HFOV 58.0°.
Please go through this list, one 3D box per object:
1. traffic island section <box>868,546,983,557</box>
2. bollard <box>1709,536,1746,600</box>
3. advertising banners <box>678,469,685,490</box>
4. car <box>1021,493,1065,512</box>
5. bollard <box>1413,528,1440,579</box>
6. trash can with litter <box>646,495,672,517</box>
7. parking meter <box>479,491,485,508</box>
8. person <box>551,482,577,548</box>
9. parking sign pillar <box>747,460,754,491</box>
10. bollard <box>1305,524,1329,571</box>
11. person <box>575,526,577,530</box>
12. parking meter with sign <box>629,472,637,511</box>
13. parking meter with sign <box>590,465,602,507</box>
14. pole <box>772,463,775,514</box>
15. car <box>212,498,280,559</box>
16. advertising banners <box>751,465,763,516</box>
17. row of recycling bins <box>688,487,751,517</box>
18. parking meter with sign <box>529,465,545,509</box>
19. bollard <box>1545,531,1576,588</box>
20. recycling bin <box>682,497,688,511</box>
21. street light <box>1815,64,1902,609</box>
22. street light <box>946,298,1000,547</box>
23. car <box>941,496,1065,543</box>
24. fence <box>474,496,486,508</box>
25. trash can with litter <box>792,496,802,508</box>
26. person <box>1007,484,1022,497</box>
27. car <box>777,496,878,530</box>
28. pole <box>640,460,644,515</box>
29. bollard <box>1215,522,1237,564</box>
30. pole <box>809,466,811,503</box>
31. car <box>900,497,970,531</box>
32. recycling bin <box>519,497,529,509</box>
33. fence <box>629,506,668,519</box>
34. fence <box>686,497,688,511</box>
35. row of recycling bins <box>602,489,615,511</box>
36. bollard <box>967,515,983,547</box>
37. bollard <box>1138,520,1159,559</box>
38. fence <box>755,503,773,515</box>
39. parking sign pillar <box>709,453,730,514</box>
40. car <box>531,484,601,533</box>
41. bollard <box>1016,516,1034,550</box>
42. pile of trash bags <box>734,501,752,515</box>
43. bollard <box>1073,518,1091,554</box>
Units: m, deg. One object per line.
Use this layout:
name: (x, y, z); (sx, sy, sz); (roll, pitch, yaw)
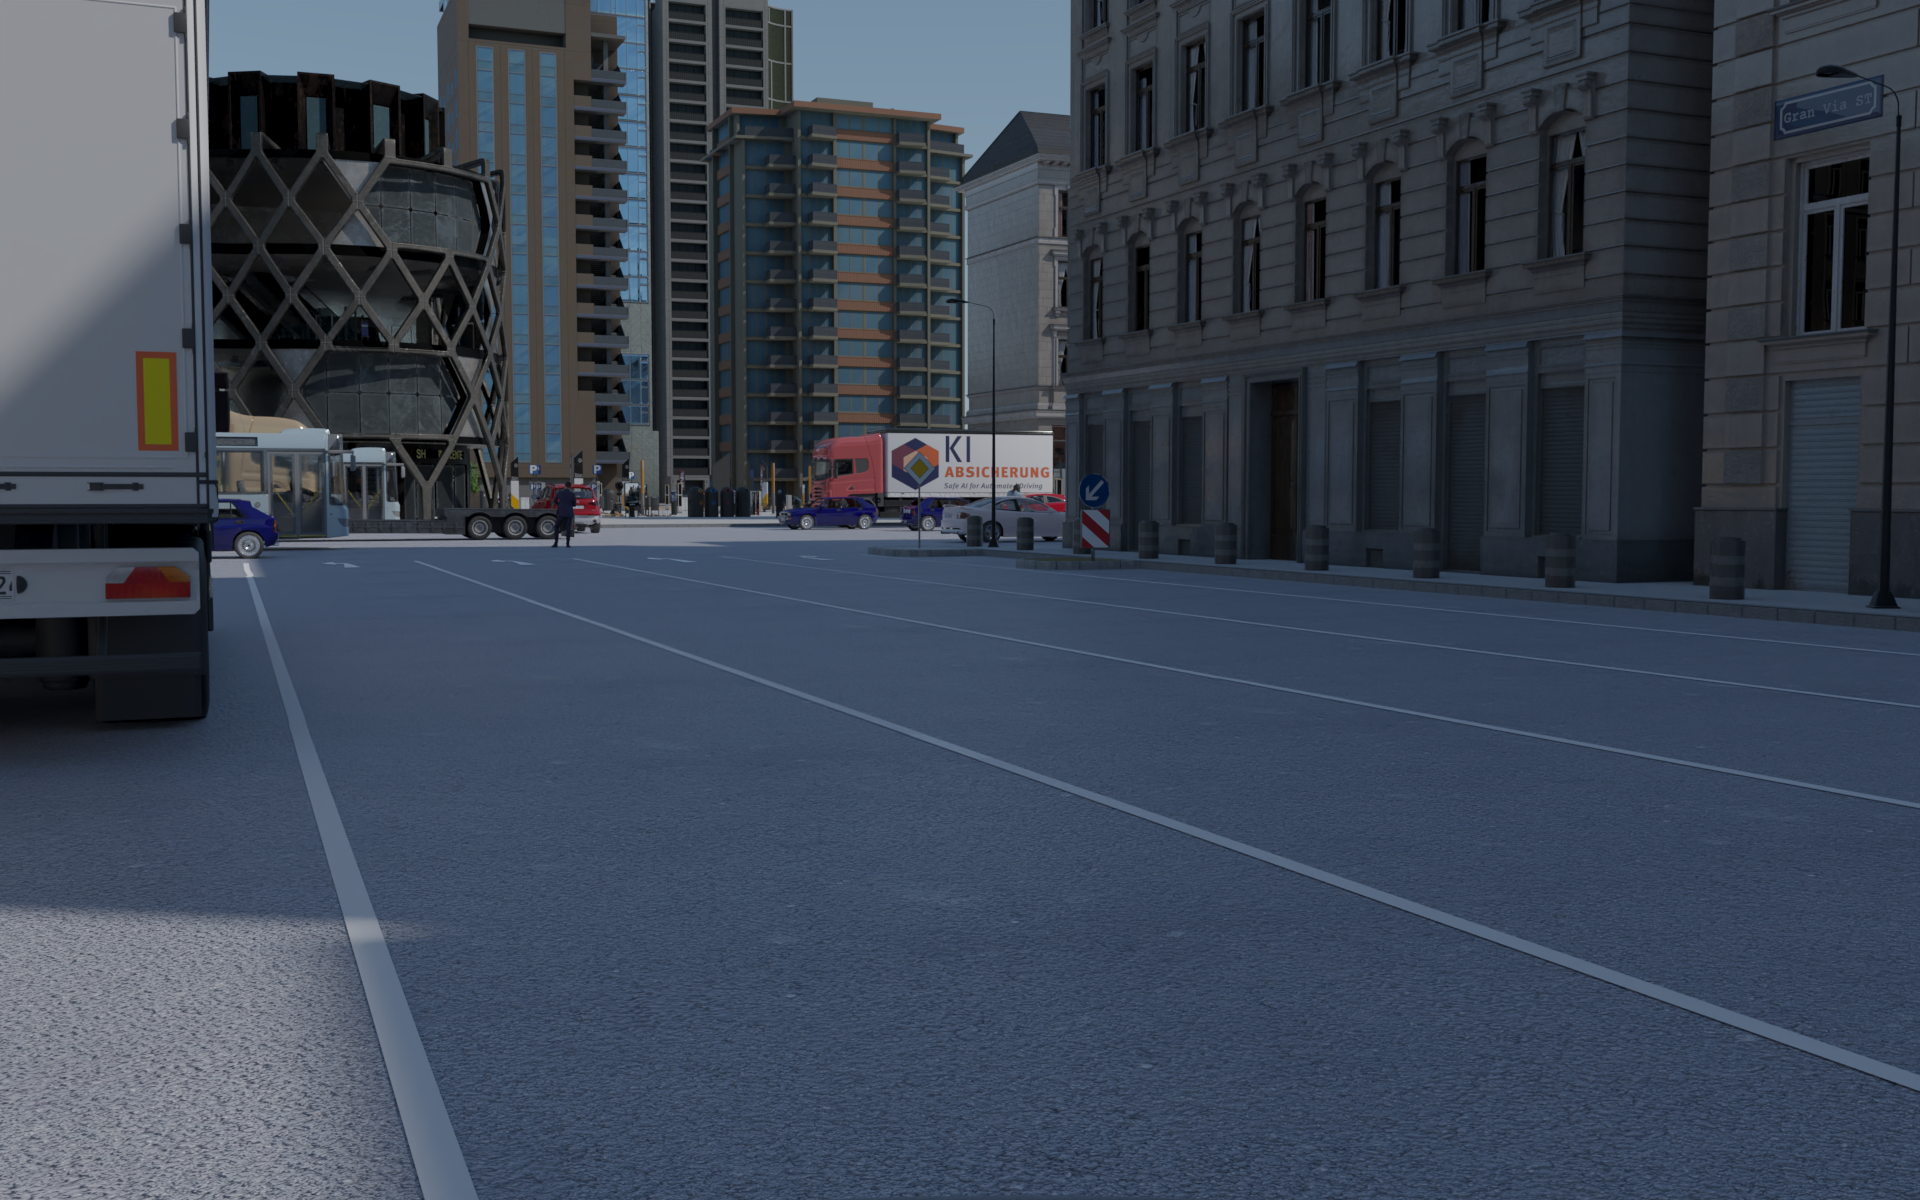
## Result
traffic island section: (-0.946, -1.146, 41.023); (2.009, 0.180, 2.903); (-1, 4, -23)
bollard: (9.380, -0.394, 21.162); (0.404, 0.777, 0.398); (0, 3, 0)
advertising banners: (-19.005, -7.735, 122.652); (2.074, 3.025, 0.090); (1, 4, 19)
car: (2.813, -3.979, 74.101); (4.494, 1.783, 2.155); (-2, 4, -23)
bollard: (7.128, -0.718, 26.457); (0.404, 0.777, 0.398); (0, 3, 0)
trash can with litter: (-16.990, -5.356, 98.625); (1.678, 1.210, 2.233); (3, 5, 44)
parking meter: (-34.900, -7.224, 126.524); (0.372, 1.533, 0.369); (0, 3, 0)
person: (-10.642, -2.296, 46.483); (0.683, 1.767, 0.568); (-1, 4, -18)
parking sign pillar: (-16.794, -9.185, 138.642); (1.447, 3.967, 1.447); (-1, 4, -9)
bollard: (6.000, -0.880, 29.106); (0.404, 0.777, 0.398); (0, 3, 0)
person: (-15.523, -3.572, 69.594); (0.574, 1.496, 0.600); (2, 4, 33)
parking meter with sign: (-25.142, -8.448, 134.378); (0.543, 3.016, 1.738); (-2, 4, -35)
parking meter with sign: (-21.574, -6.484, 102.276); (0.543, 3.016, 1.738); (0, 3, 0)
pole: (-12.236, -7.313, 113.414); (0.158, 3.312, 0.155); (0, 3, 0)
car: (-17.218, -1.583, 38.470); (3.894, 1.354, 1.945); (-1, 4, -23)
advertising banners: (-12.138, -6.585, 103.860); (0.090, 3.025, 2.074); (-2, 4, -25)
row of recycling bins: (-13.414, -5.458, 96.358); (3.534, 1.692, 1.069); (-2, 4, -24)
parking meter with sign: (-25.648, -6.708, 105.938); (0.543, 3.016, 1.738); (0, 4, 4)
bollard: (8.257, -0.556, 23.811); (0.404, 0.777, 0.398); (0, 3, 0)
recycling bin: (-21.446, -7.376, 133.158); (0.722, 1.027, 0.722); (2, 4, 33)
street light: (9.890, -2.848, 19.112); (1.470, 5.913, 1.316); (-1, 4, -23)
street light: (0.311, -4.214, 41.434); (1.470, 5.913, 1.316); (-1, 4, -23)
car: (1.780, -2.448, 52.392); (4.827, 1.381, 2.083); (-2, 4, -25)
fence: (-35.591, -7.172, 128.461); (0.480, 1.192, 2.264); (-3, 5, -39)
trash can with litter: (-9.620, -5.703, 104.628); (1.055, 1.170, 0.624); (1, 4, 19)
person: (1.821, -3.121, 59.801); (0.793, 1.790, 0.793); (-1, 4, -17)
car: (-5.366, -3.530, 70.290); (3.894, 1.354, 1.945); (-2, 4, -24)
pole: (-19.191, -6.776, 104.624); (0.158, 3.312, 0.155); (0, 3, 0)
bollard: (4.874, -1.042, 31.760); (0.404, 0.777, 0.398); (0, 3, 0)
pole: (-10.912, -8.077, 125.897); (0.158, 3.312, 0.155); (0, 3, 0)
car: (-0.309, -3.377, 67.795); (3.894, 1.354, 1.945); (-1, 4, -21)
recycling bin: (-33.165, -7.266, 131.355); (0.722, 1.027, 0.722); (-3, 5, -43)
fence: (-16.009, -4.502, 88.986); (2.069, 0.683, 0.278); (0, 4, 5)
fence: (-19.642, -6.982, 125.364); (2.264, 1.192, 0.480); (-1, 4, -17)
row of recycling bins: (-27.288, -7.778, 134.287); (1.069, 1.692, 3.534); (-1, 4, -18)
bollard: (0.360, -1.690, 42.346); (0.404, 0.777, 0.398); (0, 3, 0)
bollard: (3.749, -1.204, 34.408); (0.404, 0.777, 0.398); (0, 3, 0)
fence: (-12.440, -5.760, 109.551); (0.278, 0.683, 2.069); (-3, 5, -42)
parking sign pillar: (-15.610, -7.586, 112.508); (1.447, 3.967, 1.447); (-3, 4, -37)
car: (-14.774, -3.430, 64.757); (2.281, 1.827, 5.304); (-1, 4, -22)
bollard: (1.495, -1.528, 39.697); (0.404, 0.777, 0.398); (0, 3, 0)
pile of trash bags: (-14.305, -5.891, 106.078); (3.447, 1.369, 1.912); (0, 4, 1)
bollard: (2.616, -1.366, 37.048); (0.404, 0.777, 0.398); (0, 3, 0)
